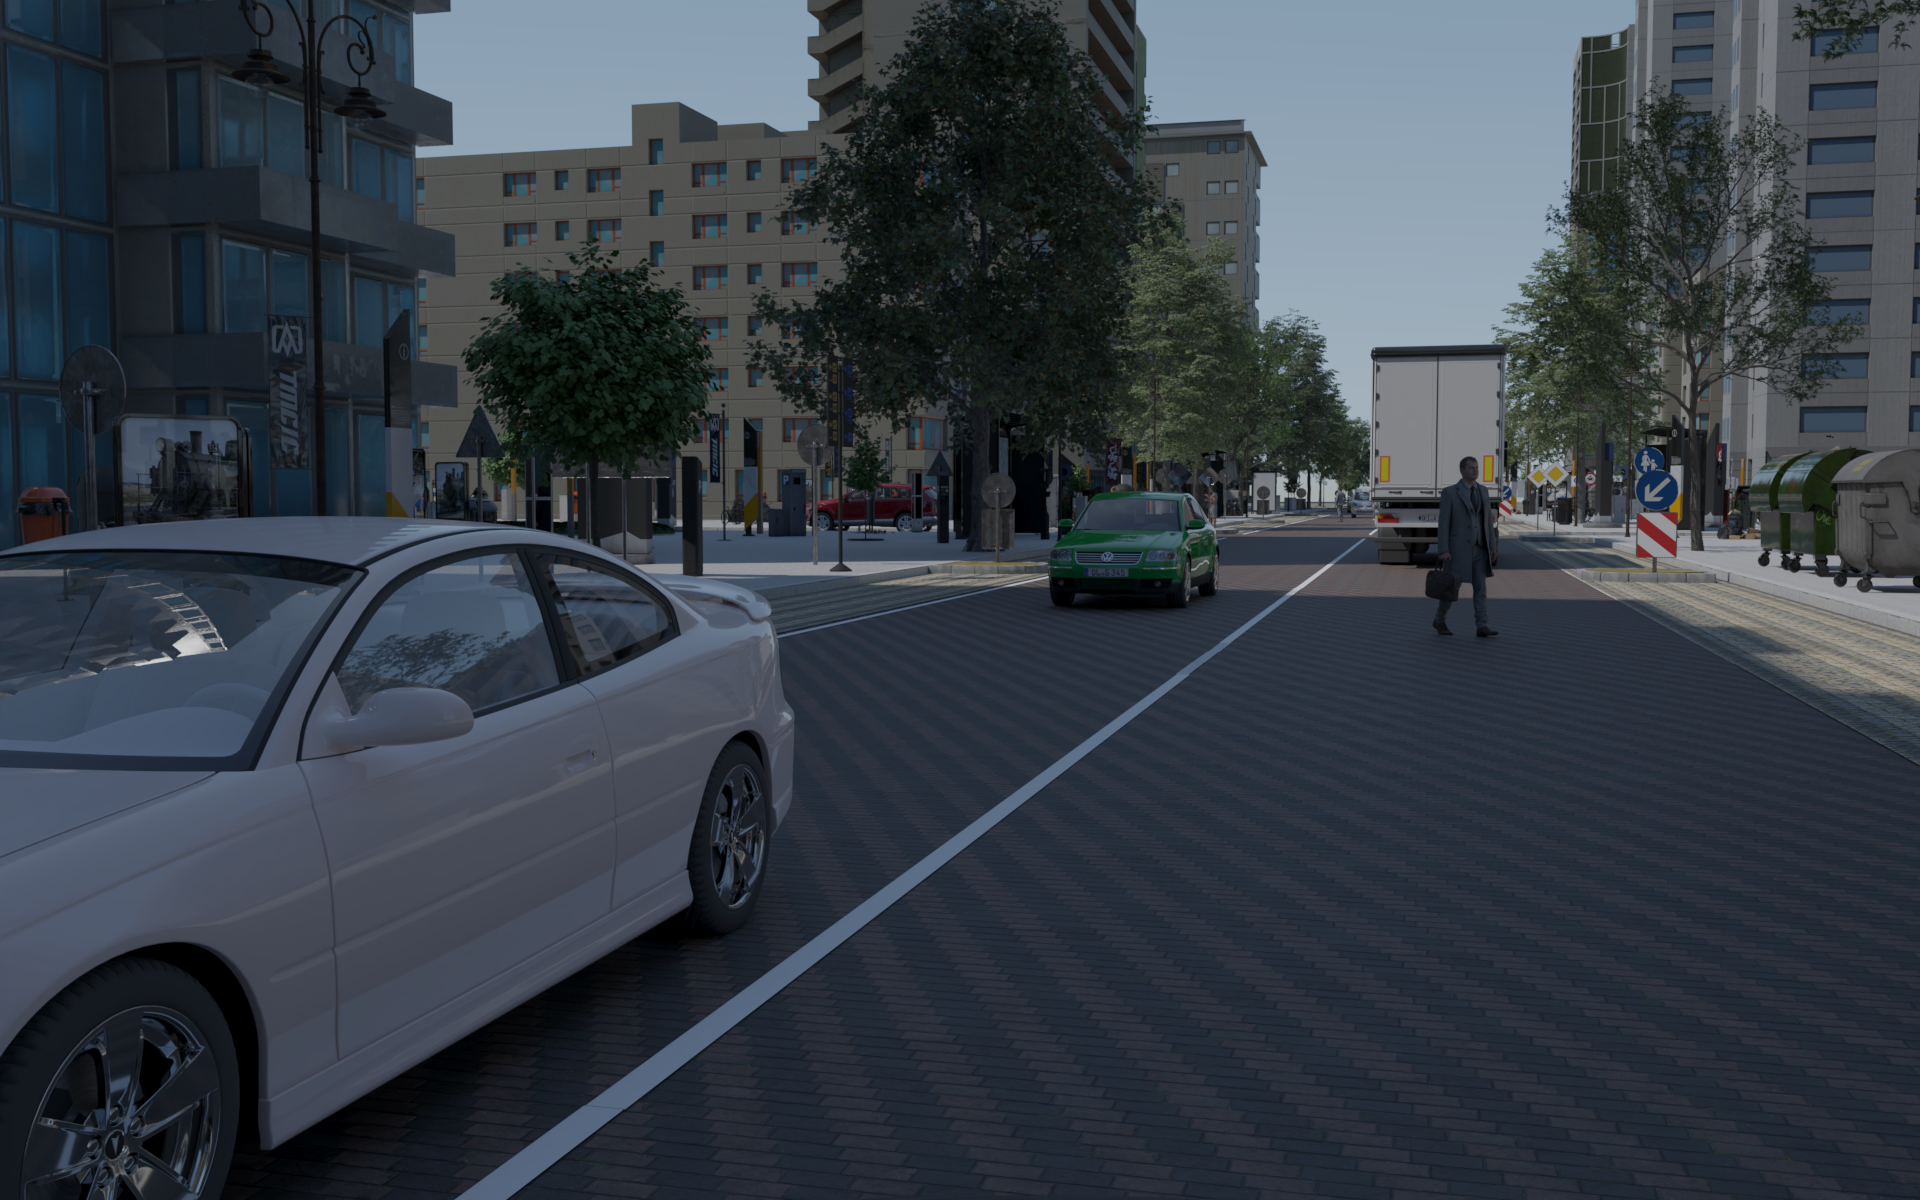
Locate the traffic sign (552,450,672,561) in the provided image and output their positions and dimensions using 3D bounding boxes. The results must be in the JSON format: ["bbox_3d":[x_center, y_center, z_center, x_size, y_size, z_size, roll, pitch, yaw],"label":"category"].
[{"bbox_3d":[-5.466,-2.010,26.735,2.265,3.308,0.079,1,4,20],"label":"traffic sign"}]

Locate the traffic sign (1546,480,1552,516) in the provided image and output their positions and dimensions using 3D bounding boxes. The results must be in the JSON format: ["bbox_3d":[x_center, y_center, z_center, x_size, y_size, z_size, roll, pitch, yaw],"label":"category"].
[{"bbox_3d":[34.319,-6.131,100.340,0.768,2.556,0.104,1,4,21],"label":"traffic sign"}]

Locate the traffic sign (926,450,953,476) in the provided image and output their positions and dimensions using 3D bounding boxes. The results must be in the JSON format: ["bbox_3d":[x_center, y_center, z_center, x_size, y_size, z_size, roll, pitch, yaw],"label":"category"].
[{"bbox_3d":[-0.602,-3.153,51.555,0.884,2.594,0.081,1,4,22],"label":"traffic sign"}]

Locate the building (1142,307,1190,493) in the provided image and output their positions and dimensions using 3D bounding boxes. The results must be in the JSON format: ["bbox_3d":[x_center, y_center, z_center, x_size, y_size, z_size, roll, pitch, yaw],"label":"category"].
[{"bbox_3d":[7.087,-19.953,171.276,27.650,21.520,28.899,1,4,15],"label":"building"}]

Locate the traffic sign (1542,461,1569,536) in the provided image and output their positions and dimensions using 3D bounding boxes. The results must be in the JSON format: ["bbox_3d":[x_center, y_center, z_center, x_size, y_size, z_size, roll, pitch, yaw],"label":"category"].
[{"bbox_3d":[18.037,-2.989,52.508,0.795,2.450,0.064,1,4,15],"label":"traffic sign"}]

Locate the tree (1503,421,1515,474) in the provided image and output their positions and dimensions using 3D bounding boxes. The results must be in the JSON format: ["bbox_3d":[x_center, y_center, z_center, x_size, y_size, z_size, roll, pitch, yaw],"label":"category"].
[{"bbox_3d":[47.445,-12.261,150.828,4.360,8.622,3.978,0,3,0],"label":"tree"}]

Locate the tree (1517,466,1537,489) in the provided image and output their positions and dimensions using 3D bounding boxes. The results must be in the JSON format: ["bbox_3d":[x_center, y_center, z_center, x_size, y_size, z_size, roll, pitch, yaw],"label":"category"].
[{"bbox_3d":[39.396,-7.732,121.019,1.663,3.219,1.824,0,3,0],"label":"tree"}]

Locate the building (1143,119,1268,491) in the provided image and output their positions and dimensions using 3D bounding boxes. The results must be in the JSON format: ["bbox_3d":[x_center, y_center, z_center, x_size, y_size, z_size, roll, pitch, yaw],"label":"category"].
[{"bbox_3d":[28.706,-40.430,250.270,28.713,52.752,27.495,1,4,15],"label":"building"}]

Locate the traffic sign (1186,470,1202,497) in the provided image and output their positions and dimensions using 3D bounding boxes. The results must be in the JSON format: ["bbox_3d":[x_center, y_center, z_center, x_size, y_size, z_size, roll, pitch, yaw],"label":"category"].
[{"bbox_3d":[12.069,-5.471,89.456,0.884,2.594,0.081,2,4,25],"label":"traffic sign"}]

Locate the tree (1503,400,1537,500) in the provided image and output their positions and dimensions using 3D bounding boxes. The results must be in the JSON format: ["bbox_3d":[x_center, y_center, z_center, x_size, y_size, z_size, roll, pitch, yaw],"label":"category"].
[{"bbox_3d":[42.994,-11.334,135.676,4.737,8.622,4.395,0,3,0],"label":"tree"}]

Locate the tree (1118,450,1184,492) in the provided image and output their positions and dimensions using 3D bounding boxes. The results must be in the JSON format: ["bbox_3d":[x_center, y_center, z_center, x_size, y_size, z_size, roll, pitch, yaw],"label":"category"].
[{"bbox_3d":[13.108,-8.703,126.008,4.285,4.588,4.351,0,3,0],"label":"tree"}]

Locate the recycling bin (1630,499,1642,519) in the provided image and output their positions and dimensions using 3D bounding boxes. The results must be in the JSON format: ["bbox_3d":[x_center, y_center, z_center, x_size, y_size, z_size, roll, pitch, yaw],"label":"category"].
[{"bbox_3d":[34.499,-4.629,88.241,0.722,1.027,0.722,0,4,5],"label":"recycling bin"}]

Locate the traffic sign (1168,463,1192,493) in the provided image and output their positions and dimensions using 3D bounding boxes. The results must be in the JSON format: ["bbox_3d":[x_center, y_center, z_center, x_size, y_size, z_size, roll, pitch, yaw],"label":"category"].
[{"bbox_3d":[7.035,-3.170,55.467,0.795,2.450,0.064,1,4,15],"label":"traffic sign"}]

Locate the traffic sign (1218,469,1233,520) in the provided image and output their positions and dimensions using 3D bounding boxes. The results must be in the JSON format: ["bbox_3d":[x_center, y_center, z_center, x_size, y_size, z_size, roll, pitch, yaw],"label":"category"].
[{"bbox_3d":[13.361,-5.331,87.269,0.768,2.556,0.104,1,4,21],"label":"traffic sign"}]

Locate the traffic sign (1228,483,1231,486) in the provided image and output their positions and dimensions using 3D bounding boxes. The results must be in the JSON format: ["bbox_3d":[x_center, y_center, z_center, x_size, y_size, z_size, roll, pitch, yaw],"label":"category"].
[{"bbox_3d":[17.512,-7.030,114.945,0.884,2.594,0.081,1,4,16],"label":"traffic sign"}]

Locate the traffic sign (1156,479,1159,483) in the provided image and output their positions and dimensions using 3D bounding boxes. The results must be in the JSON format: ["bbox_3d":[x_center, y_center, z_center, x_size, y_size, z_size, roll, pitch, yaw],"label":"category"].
[{"bbox_3d":[10.485,-5.413,89.691,0.795,2.450,0.064,1,4,23],"label":"traffic sign"}]

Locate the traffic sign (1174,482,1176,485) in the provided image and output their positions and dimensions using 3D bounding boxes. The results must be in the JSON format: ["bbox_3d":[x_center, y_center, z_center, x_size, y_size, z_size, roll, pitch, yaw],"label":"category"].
[{"bbox_3d":[11.959,-5.939,97.203,0.768,2.556,0.104,1,4,19],"label":"traffic sign"}]

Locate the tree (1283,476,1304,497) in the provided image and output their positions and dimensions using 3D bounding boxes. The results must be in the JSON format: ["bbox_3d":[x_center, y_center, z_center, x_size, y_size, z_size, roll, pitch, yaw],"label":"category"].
[{"bbox_3d":[27.270,-9.064,142.798,1.663,3.219,1.824,0,3,0],"label":"tree"}]

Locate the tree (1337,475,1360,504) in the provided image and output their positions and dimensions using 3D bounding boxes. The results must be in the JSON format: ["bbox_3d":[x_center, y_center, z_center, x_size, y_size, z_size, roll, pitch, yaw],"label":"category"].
[{"bbox_3d":[52.260,-15.258,233.176,4.285,4.588,4.351,0,3,0],"label":"tree"}]

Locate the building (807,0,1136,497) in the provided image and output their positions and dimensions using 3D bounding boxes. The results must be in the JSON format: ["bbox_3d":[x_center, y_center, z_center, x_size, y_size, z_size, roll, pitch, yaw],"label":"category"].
[{"bbox_3d":[0.904,-30.973,130.105,21.300,48.544,21.600,1,4,15],"label":"building"}]

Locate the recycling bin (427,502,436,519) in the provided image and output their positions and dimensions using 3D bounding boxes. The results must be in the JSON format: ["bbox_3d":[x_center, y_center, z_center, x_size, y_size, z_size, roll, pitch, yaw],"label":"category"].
[{"bbox_3d":[-16.529,-2.596,55.001,0.722,1.027,0.722,-2,4,-33],"label":"recycling bin"}]

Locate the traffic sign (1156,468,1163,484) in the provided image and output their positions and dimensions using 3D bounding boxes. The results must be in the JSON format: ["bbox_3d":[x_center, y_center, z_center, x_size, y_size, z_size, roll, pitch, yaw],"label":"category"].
[{"bbox_3d":[9.918,-5.170,84.638,0.768,2.556,0.104,1,4,22],"label":"traffic sign"}]

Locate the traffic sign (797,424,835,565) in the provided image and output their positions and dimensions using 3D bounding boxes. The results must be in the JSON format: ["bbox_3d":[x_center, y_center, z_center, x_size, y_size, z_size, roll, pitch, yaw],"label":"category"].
[{"bbox_3d":[-2.619,-1.908,31.300,0.768,2.556,0.104,2,4,24],"label":"traffic sign"}]

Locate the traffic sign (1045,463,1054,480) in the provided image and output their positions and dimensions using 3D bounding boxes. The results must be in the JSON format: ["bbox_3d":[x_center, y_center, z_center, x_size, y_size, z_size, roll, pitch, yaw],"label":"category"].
[{"bbox_3d":[3.051,-3.913,63.975,0.884,2.594,0.081,2,4,24],"label":"traffic sign"}]

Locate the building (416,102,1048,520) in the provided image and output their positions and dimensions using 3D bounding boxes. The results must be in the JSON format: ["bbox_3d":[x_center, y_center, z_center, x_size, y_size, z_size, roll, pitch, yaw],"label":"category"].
[{"bbox_3d":[-11.279,-15.583,99.828,27.650,21.520,28.899,1,4,15],"label":"building"}]

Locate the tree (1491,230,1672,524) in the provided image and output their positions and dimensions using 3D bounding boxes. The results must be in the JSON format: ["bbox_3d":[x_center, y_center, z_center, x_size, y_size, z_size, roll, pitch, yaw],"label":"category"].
[{"bbox_3d":[26.515,-9.587,74.870,7.486,12.596,7.792,0,3,0],"label":"tree"}]

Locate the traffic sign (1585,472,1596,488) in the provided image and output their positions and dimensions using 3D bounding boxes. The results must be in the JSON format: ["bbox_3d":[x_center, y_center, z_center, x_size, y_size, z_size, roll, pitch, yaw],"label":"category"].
[{"bbox_3d":[36.651,-6.157,100.771,0.768,2.556,0.104,1,4,18],"label":"traffic sign"}]

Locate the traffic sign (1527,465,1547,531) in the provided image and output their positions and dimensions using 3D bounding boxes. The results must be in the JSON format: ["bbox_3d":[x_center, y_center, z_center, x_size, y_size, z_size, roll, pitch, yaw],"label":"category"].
[{"bbox_3d":[20.105,-3.461,60.222,0.795,2.450,0.064,1,4,15],"label":"traffic sign"}]

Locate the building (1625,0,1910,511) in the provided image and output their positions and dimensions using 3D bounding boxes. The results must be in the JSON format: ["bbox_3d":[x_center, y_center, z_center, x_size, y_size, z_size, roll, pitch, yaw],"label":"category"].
[{"bbox_3d":[77.408,-38.461,170.844,21.231,58.520,28.212,1,4,15],"label":"building"}]

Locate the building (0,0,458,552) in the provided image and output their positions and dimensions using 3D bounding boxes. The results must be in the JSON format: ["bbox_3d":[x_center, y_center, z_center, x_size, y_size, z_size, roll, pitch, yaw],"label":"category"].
[{"bbox_3d":[-29.358,-25.690,39.646,30.456,49.044,23.786,1,4,15],"label":"building"}]

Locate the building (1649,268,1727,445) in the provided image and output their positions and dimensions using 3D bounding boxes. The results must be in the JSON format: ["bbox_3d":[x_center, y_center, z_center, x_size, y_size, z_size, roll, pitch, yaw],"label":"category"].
[{"bbox_3d":[73.686,-18.239,143.246,27.650,21.520,28.899,1,4,15],"label":"building"}]

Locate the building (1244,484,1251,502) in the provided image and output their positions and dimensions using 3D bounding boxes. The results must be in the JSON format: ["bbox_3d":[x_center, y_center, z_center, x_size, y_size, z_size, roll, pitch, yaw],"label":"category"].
[{"bbox_3d":[32.947,-35.733,276.120,32.217,40.220,23.993,1,4,15],"label":"building"}]

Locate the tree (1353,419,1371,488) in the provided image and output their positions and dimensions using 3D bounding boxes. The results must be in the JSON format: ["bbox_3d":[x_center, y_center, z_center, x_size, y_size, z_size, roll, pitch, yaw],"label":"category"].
[{"bbox_3d":[66.822,-23.455,290.146,9.857,13.997,8.962,0,3,0],"label":"tree"}]

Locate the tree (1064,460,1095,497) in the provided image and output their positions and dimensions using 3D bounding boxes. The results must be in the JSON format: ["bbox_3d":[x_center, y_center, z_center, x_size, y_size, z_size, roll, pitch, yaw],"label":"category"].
[{"bbox_3d":[6.709,-6.168,95.444,1.663,3.219,1.824,0,3,0],"label":"tree"}]

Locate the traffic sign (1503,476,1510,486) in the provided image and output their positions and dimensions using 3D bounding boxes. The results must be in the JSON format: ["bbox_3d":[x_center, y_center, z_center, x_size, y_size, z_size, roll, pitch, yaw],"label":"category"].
[{"bbox_3d":[39.131,-7.616,124.624,0.768,2.556,0.104,2,4,24],"label":"traffic sign"}]

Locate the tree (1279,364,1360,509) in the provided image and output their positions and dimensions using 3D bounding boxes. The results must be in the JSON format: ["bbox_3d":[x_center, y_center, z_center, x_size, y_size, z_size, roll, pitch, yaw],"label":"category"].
[{"bbox_3d":[30.043,-14.240,150.947,7.486,12.596,7.792,0,3,0],"label":"tree"}]

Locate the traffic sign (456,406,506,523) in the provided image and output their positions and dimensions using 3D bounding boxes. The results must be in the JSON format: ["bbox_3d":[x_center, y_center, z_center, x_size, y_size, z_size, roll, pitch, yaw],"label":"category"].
[{"bbox_3d":[-7.001,-1.545,25.257,0.884,2.594,0.081,1,4,22],"label":"traffic sign"}]

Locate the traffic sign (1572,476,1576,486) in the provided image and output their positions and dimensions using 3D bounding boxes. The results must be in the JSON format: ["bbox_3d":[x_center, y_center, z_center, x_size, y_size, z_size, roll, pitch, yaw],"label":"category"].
[{"bbox_3d":[34.996,-5.881,98.287,0.606,2.300,0.079,1,4,22],"label":"traffic sign"}]

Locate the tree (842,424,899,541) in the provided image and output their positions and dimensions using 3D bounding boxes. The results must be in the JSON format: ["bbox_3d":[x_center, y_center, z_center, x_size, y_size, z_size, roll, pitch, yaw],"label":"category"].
[{"bbox_3d":[-2.482,-3.250,47.739,1.663,3.219,1.824,0,3,0],"label":"tree"}]

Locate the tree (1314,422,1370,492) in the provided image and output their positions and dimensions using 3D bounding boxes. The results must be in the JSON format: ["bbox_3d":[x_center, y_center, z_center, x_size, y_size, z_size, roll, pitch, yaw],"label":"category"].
[{"bbox_3d":[46.273,-16.913,210.947,7.601,10.594,8.767,-2,4,-35],"label":"tree"}]

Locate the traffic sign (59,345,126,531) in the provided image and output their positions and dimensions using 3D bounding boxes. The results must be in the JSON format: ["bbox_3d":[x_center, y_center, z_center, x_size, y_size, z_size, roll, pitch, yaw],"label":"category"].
[{"bbox_3d":[-7.419,-0.898,14.794,0.768,2.556,0.104,1,4,23],"label":"traffic sign"}]

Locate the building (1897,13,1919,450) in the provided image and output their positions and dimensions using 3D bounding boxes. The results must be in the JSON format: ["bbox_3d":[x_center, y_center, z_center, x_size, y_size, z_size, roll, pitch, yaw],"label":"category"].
[{"bbox_3d":[59.728,-34.624,108.103,21.231,58.520,28.212,1,4,15],"label":"building"}]

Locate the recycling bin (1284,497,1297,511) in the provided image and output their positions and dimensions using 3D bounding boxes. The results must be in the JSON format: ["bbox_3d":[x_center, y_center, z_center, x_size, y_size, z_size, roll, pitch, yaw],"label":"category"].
[{"bbox_3d":[25.782,-7.501,135.195,0.722,1.027,0.722,3,5,43],"label":"recycling bin"}]

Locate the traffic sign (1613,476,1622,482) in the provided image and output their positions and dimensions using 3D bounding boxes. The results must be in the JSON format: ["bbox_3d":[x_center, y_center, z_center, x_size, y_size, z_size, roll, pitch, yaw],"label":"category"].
[{"bbox_3d":[36.024,-5.687,95.115,0.606,2.300,0.079,1,4,15],"label":"traffic sign"}]

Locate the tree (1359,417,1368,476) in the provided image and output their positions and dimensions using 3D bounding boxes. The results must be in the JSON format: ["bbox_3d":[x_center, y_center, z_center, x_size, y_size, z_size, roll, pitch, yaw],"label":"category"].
[{"bbox_3d":[49.368,-18.798,225.468,7.486,12.596,7.792,0,3,0],"label":"tree"}]

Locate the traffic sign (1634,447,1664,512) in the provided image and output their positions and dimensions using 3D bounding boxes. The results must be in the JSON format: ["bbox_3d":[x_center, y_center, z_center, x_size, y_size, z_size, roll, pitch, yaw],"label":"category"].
[{"bbox_3d":[18.783,-2.885,47.274,0.768,2.556,0.104,1,4,17],"label":"traffic sign"}]

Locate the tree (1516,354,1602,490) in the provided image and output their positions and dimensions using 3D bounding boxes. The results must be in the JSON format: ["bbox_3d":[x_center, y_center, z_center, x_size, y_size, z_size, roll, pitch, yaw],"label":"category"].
[{"bbox_3d":[30.318,-8.385,87.465,4.360,8.622,3.978,0,3,0],"label":"tree"}]

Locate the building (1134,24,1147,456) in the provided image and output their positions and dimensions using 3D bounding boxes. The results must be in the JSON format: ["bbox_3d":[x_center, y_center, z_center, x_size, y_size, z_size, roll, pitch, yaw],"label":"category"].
[{"bbox_3d":[7.811,-28.421,148.275,14.154,41.232,14.086,1,4,15],"label":"building"}]

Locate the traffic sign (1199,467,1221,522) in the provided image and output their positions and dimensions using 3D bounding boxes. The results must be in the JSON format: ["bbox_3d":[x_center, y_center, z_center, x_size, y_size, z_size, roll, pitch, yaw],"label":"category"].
[{"bbox_3d":[9.103,-3.642,63.181,0.795,2.450,0.064,1,4,15],"label":"traffic sign"}]

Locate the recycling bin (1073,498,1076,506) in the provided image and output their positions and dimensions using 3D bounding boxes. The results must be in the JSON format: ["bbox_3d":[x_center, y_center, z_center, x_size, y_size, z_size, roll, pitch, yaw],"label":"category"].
[{"bbox_3d":[7.101,-6.034,111.209,0.722,1.027,0.722,0,4,-1],"label":"recycling bin"}]

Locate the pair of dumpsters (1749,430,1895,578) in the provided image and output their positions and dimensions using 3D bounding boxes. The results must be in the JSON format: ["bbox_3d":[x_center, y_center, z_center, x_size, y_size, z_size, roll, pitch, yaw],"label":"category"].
[{"bbox_3d":[14.184,-1.586,28.426,1.574,2.255,4.437,1,4,15],"label":"pair of dumpsters"}]
